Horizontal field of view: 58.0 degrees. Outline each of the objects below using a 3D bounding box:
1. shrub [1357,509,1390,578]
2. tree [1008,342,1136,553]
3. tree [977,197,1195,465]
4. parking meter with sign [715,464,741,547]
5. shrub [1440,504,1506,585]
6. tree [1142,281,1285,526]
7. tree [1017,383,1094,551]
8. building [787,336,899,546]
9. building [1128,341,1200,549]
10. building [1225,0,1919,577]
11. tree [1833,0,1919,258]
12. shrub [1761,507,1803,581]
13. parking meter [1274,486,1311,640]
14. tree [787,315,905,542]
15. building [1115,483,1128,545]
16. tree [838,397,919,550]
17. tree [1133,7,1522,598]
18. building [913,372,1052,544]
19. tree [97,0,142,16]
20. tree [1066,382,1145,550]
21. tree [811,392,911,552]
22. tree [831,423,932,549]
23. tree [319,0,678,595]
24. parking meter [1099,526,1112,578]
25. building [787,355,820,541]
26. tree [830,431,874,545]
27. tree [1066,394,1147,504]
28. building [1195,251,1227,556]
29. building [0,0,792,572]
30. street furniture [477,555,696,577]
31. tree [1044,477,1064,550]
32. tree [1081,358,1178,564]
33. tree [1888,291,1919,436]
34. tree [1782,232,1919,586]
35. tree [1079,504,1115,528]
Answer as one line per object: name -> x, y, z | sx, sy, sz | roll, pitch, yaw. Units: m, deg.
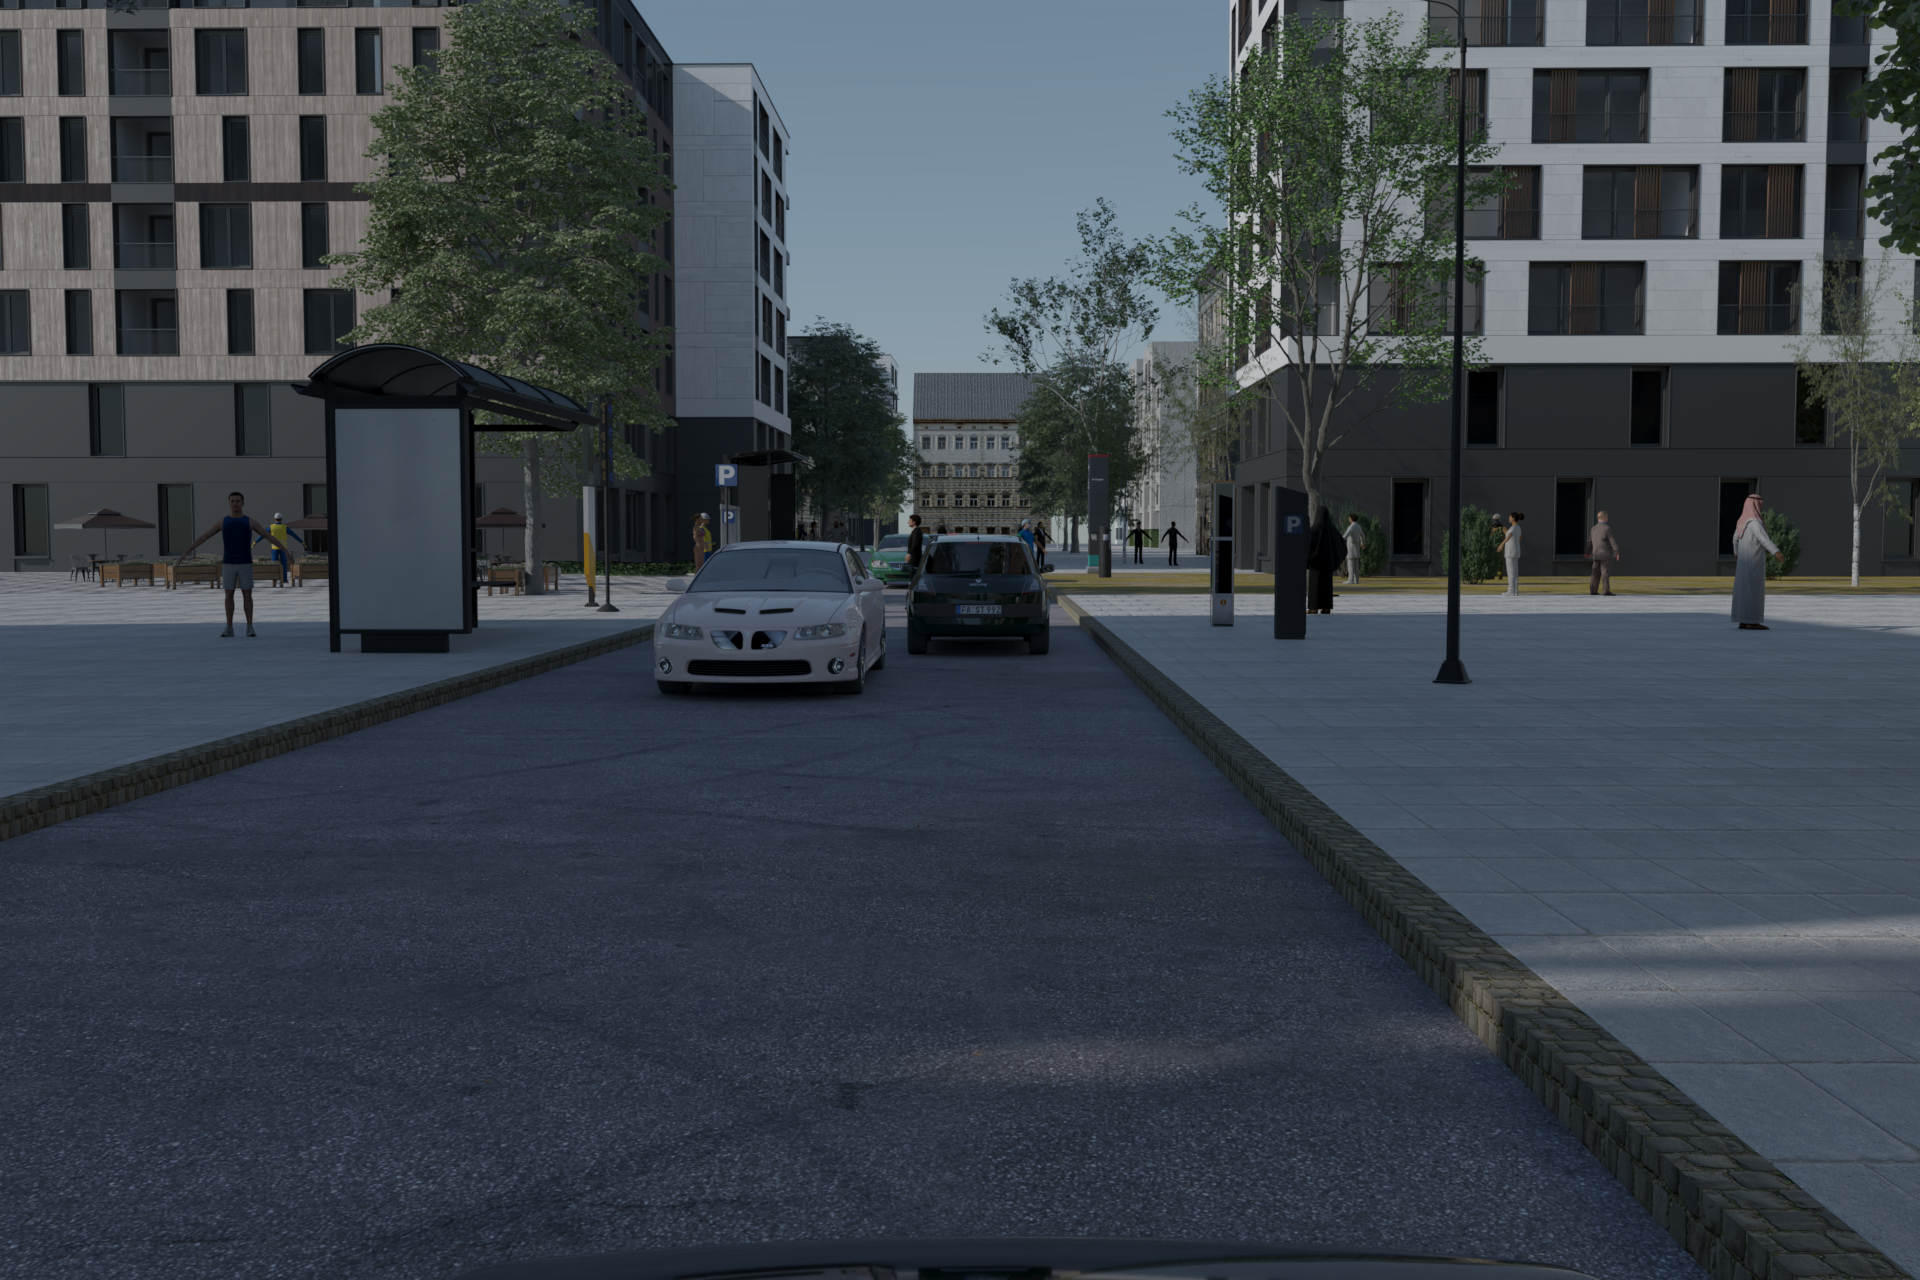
shrub -> 11.877, -2.851, 51.028 | 1.690, 2.028, 1.600 | 0, 3, 0
tree -> 7.844, -12.839, 116.575 | 9.857, 13.997, 8.962 | 0, 3, 0
tree -> 7.252, -14.948, 100.295 | 12.611, 20.169, 13.585 | 0, 3, 0
parking meter with sign -> -5.819, -2.926, 44.106 | 0.543, 3.016, 1.738 | 0, 3, 0
shrub -> 13.041, -2.452, 44.130 | 1.661, 2.075, 1.752 | 0, 3, 0
tree -> 7.768, -6.073, 49.662 | 4.360, 8.622, 3.978 | 0, 3, 0
tree -> 7.956, -12.943, 129.752 | 7.486, 12.596, 7.792 | 0, 3, 0
building -> -21.854, -21.476, 195.112 | 27.936, 21.610, 32.646 | 0, 4, 2
building -> 26.057, -18.409, 167.437 | 16.747, 18.905, 31.486 | 0, 4, 1
building -> 24.114, -13.686, 67.741 | 27.936, 21.610, 32.646 | 0, 4, 1
tree -> 6.033, -5.466, 7.494 | 7.486, 12.596, 7.792 | 0, 3, 0
shrub -> 22.373, -2.660, 47.914 | 1.690, 2.028, 1.600 | 0, 3, 0
parking meter -> 4.051, -0.942, 21.117 | 0.399, 1.863, 0.255 | 0, 4, 1
tree -> -7.926, -11.988, 102.665 | 9.857, 13.997, 8.962 | 0, 3, 0
building -> 24.258, -16.370, 209.794 | 9.099, 9.664, 28.070 | 0, 4, 1
tree -> -7.046, -13.801, 143.777 | 7.486, 12.596, 7.792 | 0, 3, 0
tree -> 7.237, -6.686, 35.068 | 9.928, 11.665, 9.643 | 0, 3, 0
building -> 2.861, -24.522, 234.314 | 18.063, 23.208, 19.493 | 0, 4, 0
tree -> -8.946, -6.108, 10.239 | 12.009, 13.543, 11.850 | 0, 3, 0
tree -> 7.190, -8.130, 83.290 | 4.737, 8.622, 4.395 | 0, 3, 0
tree -> -7.157, -12.152, 124.438 | 9.928, 11.665, 9.643 | 0, 3, 0
tree -> -6.464, -12.278, 135.152 | 8.767, 10.594, 7.601 | 0, 4, -3
tree -> -9.267, -7.198, 35.814 | 7.486, 12.596, 7.792 | 0, 3, 0
parking meter -> 4.271, -2.601, 50.945 | 0.372, 1.533, 0.369 | 0, 3, 0
building -> -23.480, -20.304, 162.892 | 19.493, 23.208, 18.063 | 0, 4, 1
tree -> -7.544, -10.156, 116.420 | 4.737, 8.622, 4.395 | 0, 3, 0
tree -> 7.052, -8.499, 89.313 | 4.360, 8.622, 3.978 | 0, 3, 0
building -> 23.472, -16.170, 95.300 | 19.493, 23.208, 18.063 | 0, 4, 1
building -> -22.984, -14.046, 73.628 | 27.936, 21.610, 32.646 | 0, 4, 1
street furniture -> -11.873, -2.349, 54.033 | 10.072, 0.657, 5.734 | 0, 4, -7
tree -> 7.889, -11.810, 143.455 | 4.360, 8.622, 3.978 | 0, 3, 0
tree -> 6.779, -7.538, 73.608 | 4.360, 8.622, 3.978 | 0, 3, 0
tree -> 27.620, -5.958, 47.769 | 4.737, 8.622, 4.395 | 0, 3, 0
tree -> 22.010, -5.650, 42.734 | 4.360, 8.622, 3.978 | 0, 3, 0
tree -> 18.879, -19.234, 232.597 | 7.486, 12.596, 7.792 | 0, 3, 0
